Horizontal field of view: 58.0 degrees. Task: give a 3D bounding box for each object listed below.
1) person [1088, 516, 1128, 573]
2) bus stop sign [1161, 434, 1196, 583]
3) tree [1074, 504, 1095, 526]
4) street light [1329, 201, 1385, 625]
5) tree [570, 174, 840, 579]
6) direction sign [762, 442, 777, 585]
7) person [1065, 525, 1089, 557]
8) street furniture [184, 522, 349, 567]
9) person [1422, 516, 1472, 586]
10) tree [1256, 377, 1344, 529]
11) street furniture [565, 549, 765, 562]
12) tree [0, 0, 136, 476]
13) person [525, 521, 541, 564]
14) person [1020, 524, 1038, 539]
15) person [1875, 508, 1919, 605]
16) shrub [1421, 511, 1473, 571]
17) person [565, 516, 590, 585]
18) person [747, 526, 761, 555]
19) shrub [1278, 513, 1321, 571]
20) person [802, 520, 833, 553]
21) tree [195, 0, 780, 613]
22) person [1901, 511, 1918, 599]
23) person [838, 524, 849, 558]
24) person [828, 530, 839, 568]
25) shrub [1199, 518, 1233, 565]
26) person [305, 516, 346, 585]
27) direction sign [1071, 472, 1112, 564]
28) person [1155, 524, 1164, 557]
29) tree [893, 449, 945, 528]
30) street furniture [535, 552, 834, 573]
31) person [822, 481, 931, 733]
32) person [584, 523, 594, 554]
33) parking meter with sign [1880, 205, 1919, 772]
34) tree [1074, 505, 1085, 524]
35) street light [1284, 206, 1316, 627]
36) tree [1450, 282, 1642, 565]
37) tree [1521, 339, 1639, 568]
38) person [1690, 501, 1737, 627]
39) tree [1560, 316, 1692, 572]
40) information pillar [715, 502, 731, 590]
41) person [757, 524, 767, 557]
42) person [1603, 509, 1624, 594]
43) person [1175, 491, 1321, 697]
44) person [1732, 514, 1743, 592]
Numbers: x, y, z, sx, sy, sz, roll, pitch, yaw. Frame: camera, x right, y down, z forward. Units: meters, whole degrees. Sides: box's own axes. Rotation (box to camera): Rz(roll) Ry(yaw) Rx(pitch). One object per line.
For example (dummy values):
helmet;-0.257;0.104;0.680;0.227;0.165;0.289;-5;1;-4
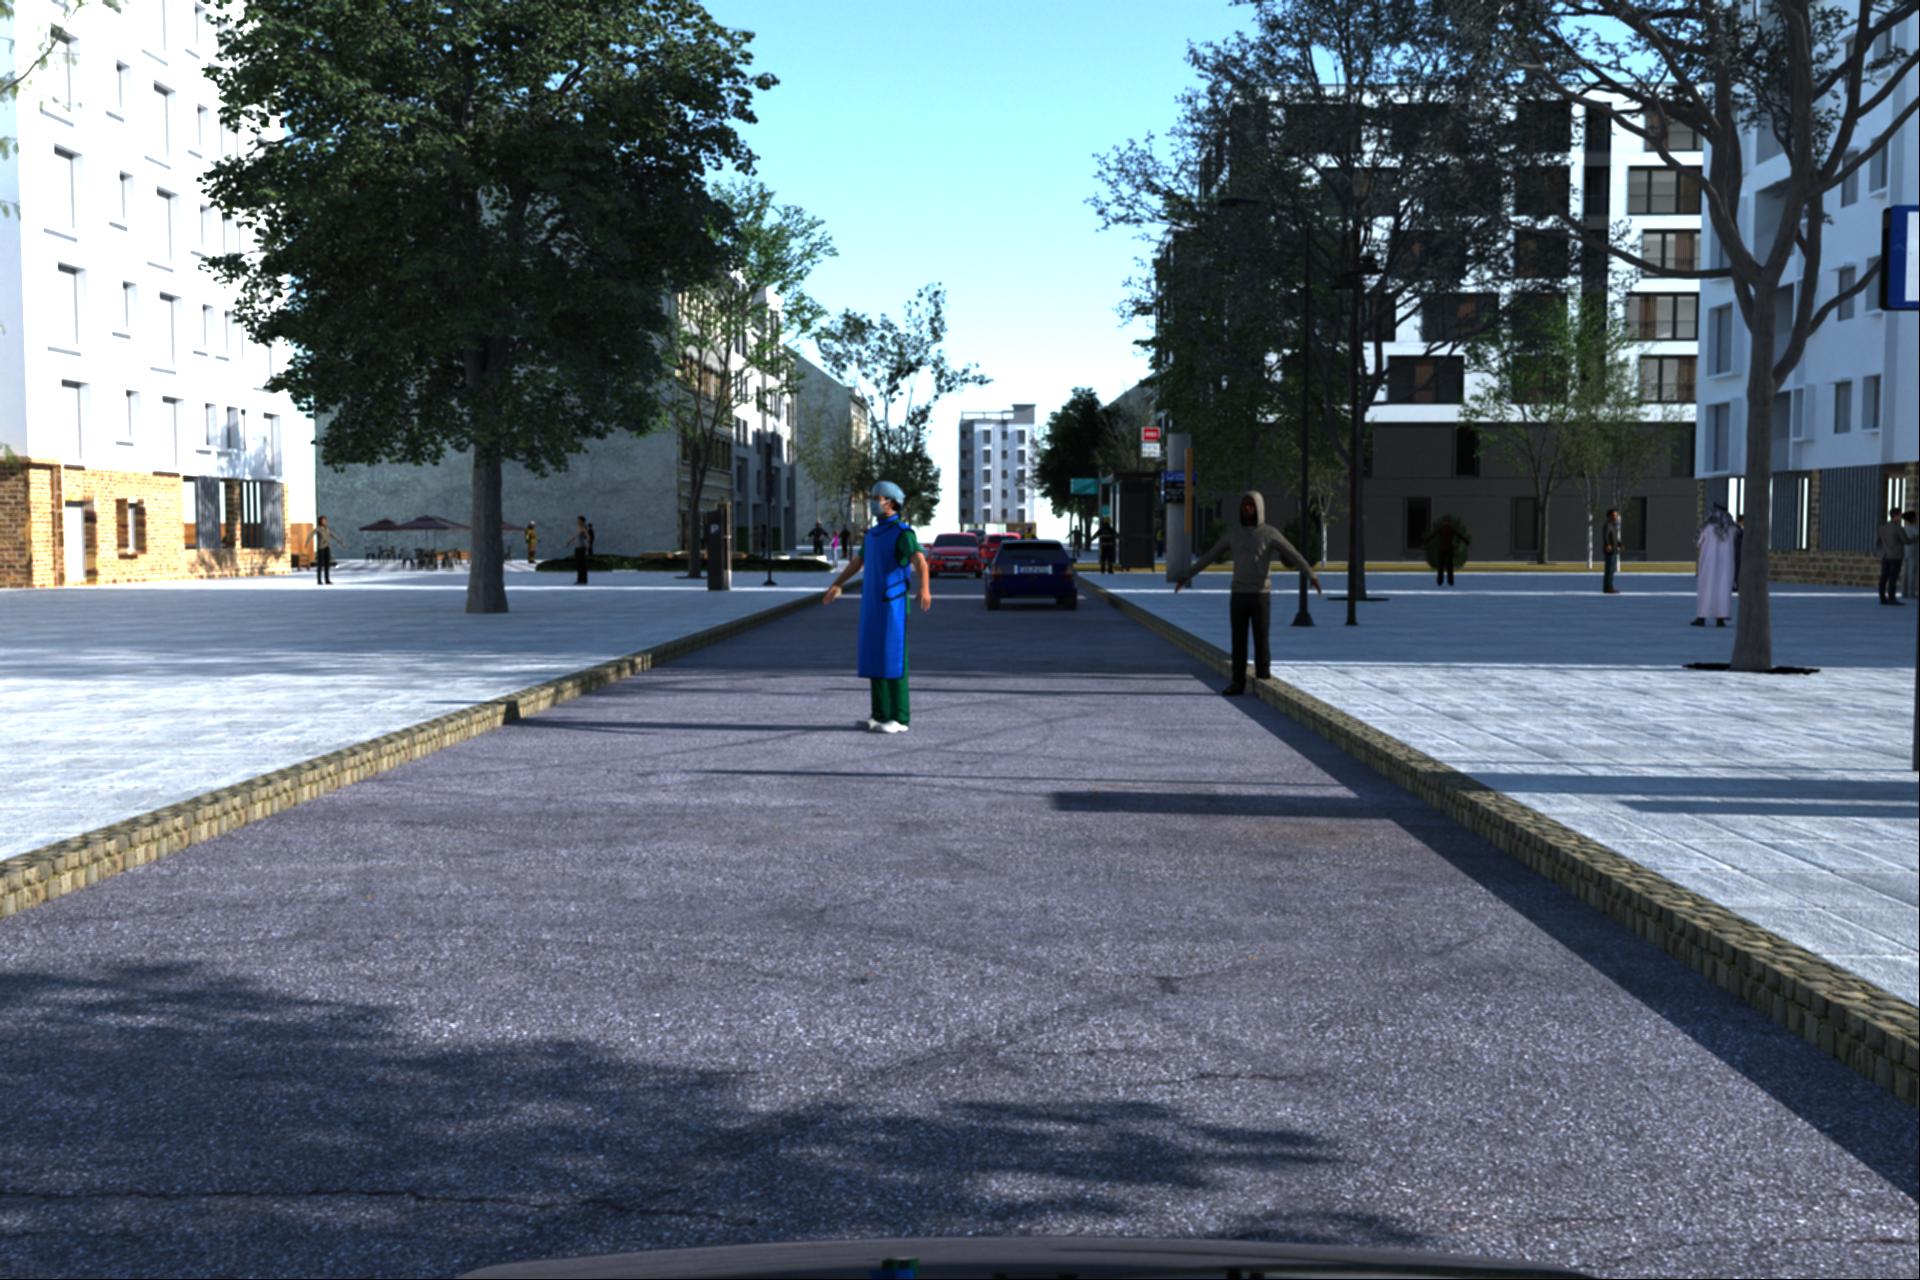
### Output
person;4.803;-3.105;56.540;1.351;1.858;0.704;1;4;21
bus stop sign;5.760;-3.464;45.658;0.837;3.901;0.837;0;4;2
tree;18.874;-18.210;248.102;4.360;8.622;3.978;0;3;0
street light;5.510;-3.145;24.207;0.468;5.910;1.993;0;4;1
tree;-7.483;-7.578;49.649;9.928;11.665;9.643;0;3;0
direction sign;-4.768;-3.136;43.277;0.379;3.537;0.876;0;4;1
person;6.531;-5.559;97.165;1.348;1.796;0.705;1;4;15
street furniture;-28.480;-3.756;68.258;11.010;1.723;9.812;2;4;33
person;12.083;-2.215;43.019;1.215;1.729;0.721;1;4;22
tree;14.918;-7.642;75.316;4.737;8.622;4.395;0;3;0
street furniture;-12.537;-3.441;71.889;5.734;0.657;10.072;3;5;39
tree;-8.629;-3.782;12.203;4.360;8.622;3.978;0;3;0
person;-18.671;-4.268;75.555;0.705;1.858;1.354;1;4;11
person;2.508;-3.225;61.646;1.216;1.772;0.721;2;4;28
person;17.029;-1.513;31.319;0.750;1.759;0.617;0;4;3
shrub;16.719;-3.387;59.413;1.661;2.075;1.752;0;3;0
person;-9.698;-2.274;43.992;0.721;1.737;1.217;-3;5;-40
person;-11.574;-5.577;97.989;0.721;1.733;1.217;3;5;43
shrub;11.949;-3.454;60.885;1.690;2.028;1.600;0;3;0
person;-5.887;-4.051;72.021;1.354;1.856;0.705;0;4;-6
tree;-7.835;-7.422;28.011;9.857;13.997;8.962;0;3;0
person;19.051;-1.699;34.556;0.721;1.739;1.217;0;4;-4
person;-6.153;-5.249;91.957;0.704;1.812;1.346;-3;4;-38
person;-4.845;-3.481;66.173;0.599;1.433;0.991;1;4;16
shrub;10.886;-4.192;72.965;1.690;2.028;1.600;0;3;0
person;-16.161;-2.283;44.093;0.721;1.744;1.215;2;4;32
direction sign;5.995;-5.187;73.568;2.525;3.948;1.411;0;4;-1
person;11.014;-5.489;95.708;0.705;1.833;1.349;-1;4;-17
tree;-7.238;-21.113;251.853;9.857;13.997;8.962;0;3;0
street furniture;-9.260;-2.702;59.807;10.072;0.657;5.734;0;4;4
person;-0.563;-0.247;12.616;0.704;1.817;1.347;-2;4;-35
person;-18.415;-4.884;86.044;0.705;1.806;1.347;1;4;10
parking meter with sign;5.177;-0.746;8.460;0.543;3.016;1.738;0;4;1
tree;18.509;-18.484;252.580;4.737;8.622;4.395;0;3;0
street light;5.328;-3.145;23.961;1.470;5.913;1.316;0;4;2
tree;24.569;-8.995;72.827;9.928;11.665;9.643;0;3;0
tree;23.803;-6.991;64.660;4.360;8.622;3.978;0;3;0
person;10.513;-1.061;24.066;0.551;1.740;0.621;-1;4;-9
tree;22.210;-6.643;58.971;4.360;8.622;3.978;0;3;0
information pillar;-5.406;-2.145;39.570;0.304;2.012;0.304;0;4;1
person;-10.957;-5.517;96.344;0.704;1.843;1.345;-2;4;-26
person;14.095;-1.919;37.448;0.705;1.821;1.348;2;4;33
person;2.563;-0.412;15.326;1.348;1.813;0.705;2;4;29
person;17.136;-1.905;38.109;0.530;1.710;0.541;3;5;44
